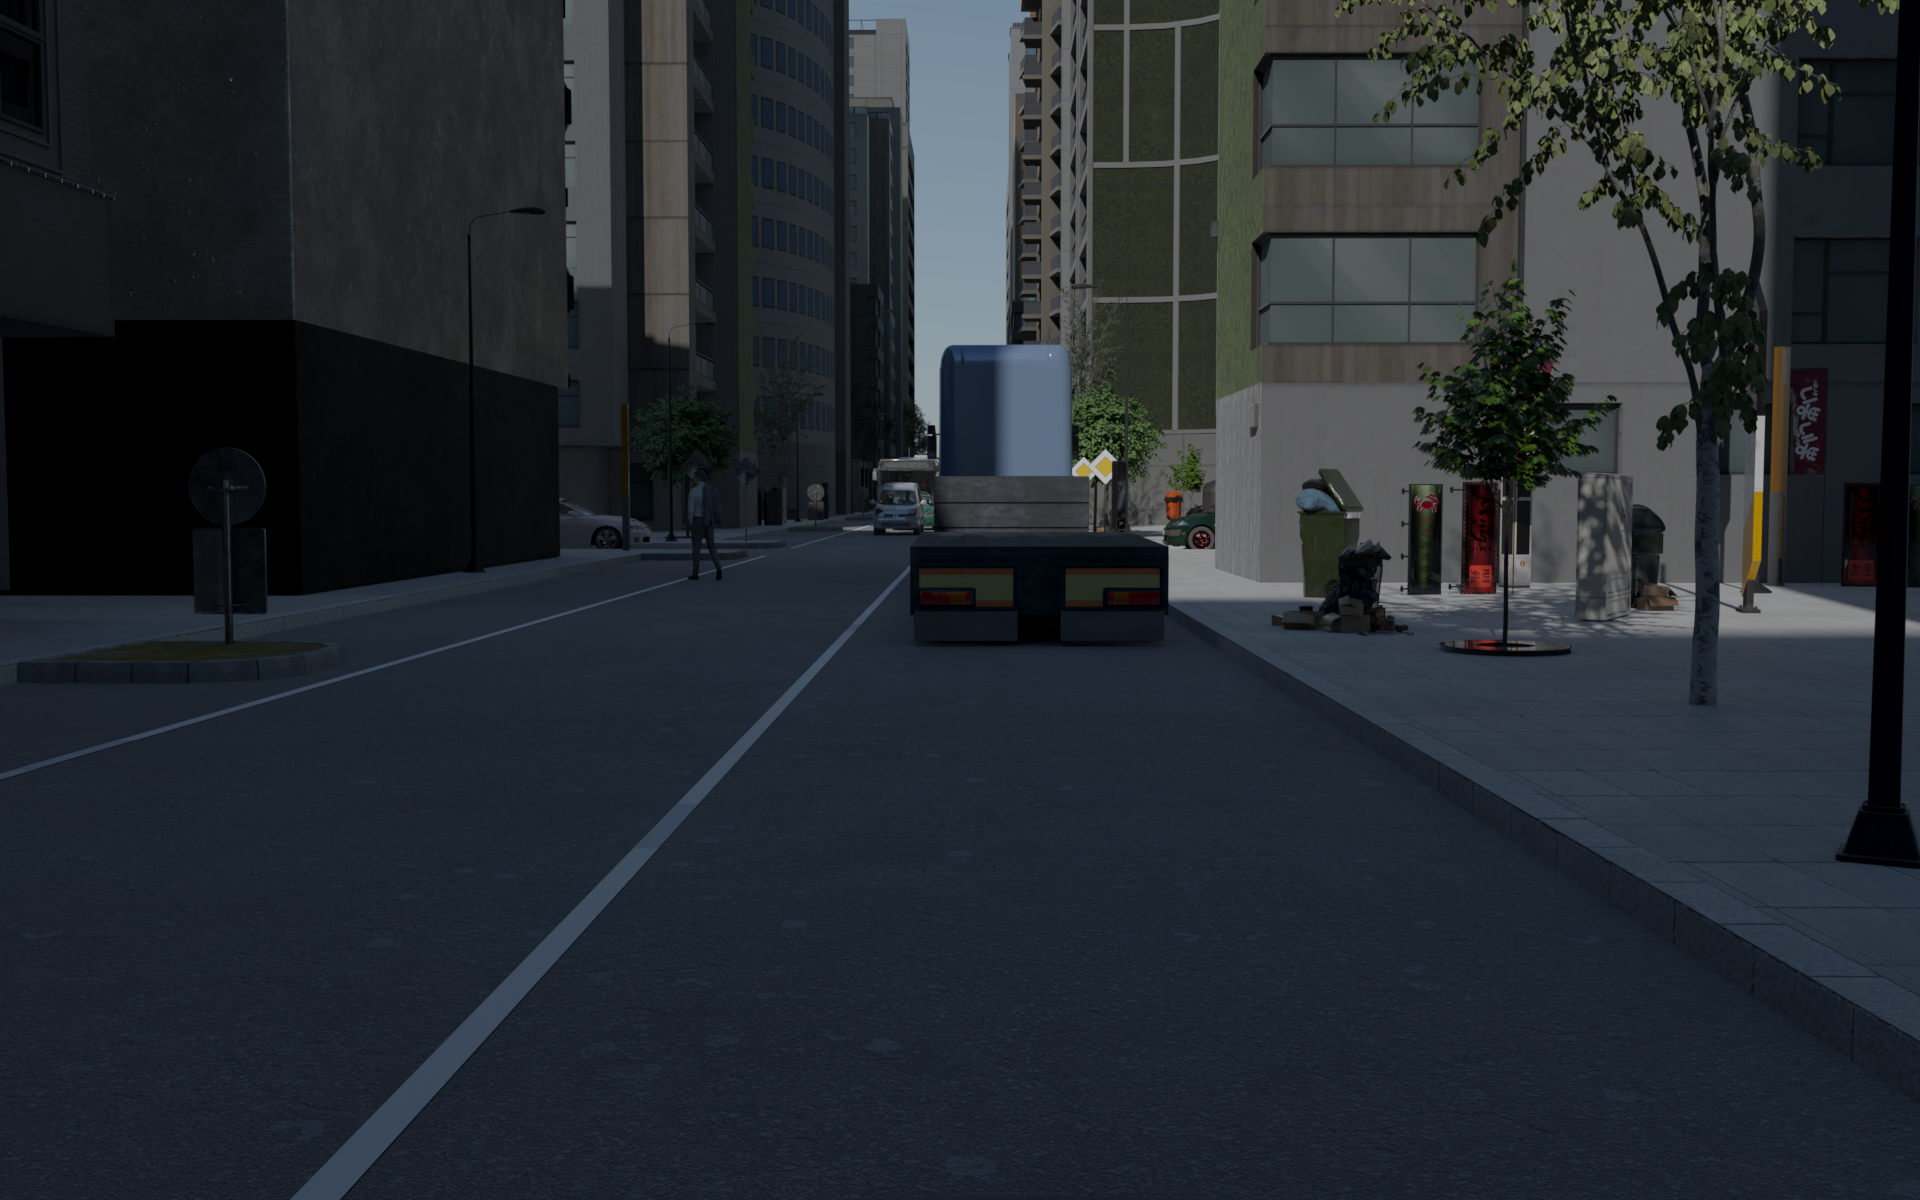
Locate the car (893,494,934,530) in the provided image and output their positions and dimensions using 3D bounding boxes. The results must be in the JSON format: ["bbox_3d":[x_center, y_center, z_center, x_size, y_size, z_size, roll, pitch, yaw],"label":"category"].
[{"bbox_3d":[-1.785,-3.548,69.816,2.131,1.459,4.920,0,4,-1],"label":"car"}]

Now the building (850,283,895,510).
[{"bbox_3d":[-20.408,-19.088,157.120,27.650,21.520,28.899,0,4,1],"label":"building"}]

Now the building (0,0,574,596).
[{"bbox_3d":[-16.563,-9.922,29.679,16.811,18.784,16.820,0,4,1],"label":"building"}]

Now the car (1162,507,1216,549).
[{"bbox_3d":[7.129,-2.029,42.953,4.222,1.686,2.009,0,4,2],"label":"car"}]

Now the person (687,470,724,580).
[{"bbox_3d":[-4.234,-1.238,28.836,0.679,1.850,0.850,-3,5,-42],"label":"person"}]

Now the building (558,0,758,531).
[{"bbox_3d":[-15.220,-23.114,61.514,14.154,41.232,14.086,0,4,1],"label":"building"}]

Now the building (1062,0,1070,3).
[{"bbox_3d":[16.700,-34.482,105.781,21.231,58.520,28.212,0,4,1],"label":"building"}]

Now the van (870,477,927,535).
[{"bbox_3d":[-2.163,-3.343,61.676,2.013,2.044,4.112,0,4,1],"label":"van"}]

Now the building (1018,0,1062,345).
[{"bbox_3d":[15.887,-29.629,139.058,22.147,44.769,28.867,0,4,1],"label":"building"}]

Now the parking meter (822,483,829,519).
[{"bbox_3d":[-6.834,-5.033,87.997,0.255,1.863,0.399,1,4,14],"label":"parking meter"}]

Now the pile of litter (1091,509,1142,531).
[{"bbox_3d":[5.446,-2.823,60.122,1.719,0.858,1.176,1,4,15],"label":"pile of litter"}]

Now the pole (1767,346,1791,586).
[{"bbox_3d":[11.389,-1.849,24.075,0.158,3.312,0.155,0,3,0],"label":"pole"}]

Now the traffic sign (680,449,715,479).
[{"bbox_3d":[-5.858,-2.145,38.714,0.795,2.450,0.064,0,4,1],"label":"traffic sign"}]

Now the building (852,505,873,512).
[{"bbox_3d":[-17.179,-42.361,130.858,20.563,71.187,20.611,0,4,1],"label":"building"}]

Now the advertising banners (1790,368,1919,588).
[{"bbox_3d":[12.495,-1.694,23.883,2.074,3.025,0.090,1,4,20],"label":"advertising banners"}]

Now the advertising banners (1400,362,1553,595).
[{"bbox_3d":[6.615,-1.585,22.096,2.074,3.025,0.090,-1,4,-12],"label":"advertising banners"}]

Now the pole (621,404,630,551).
[{"bbox_3d":[-7.592,-2.782,39.322,0.158,3.312,0.155,0,3,0],"label":"pole"}]

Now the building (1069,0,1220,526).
[{"bbox_3d":[13.208,-38.827,73.080,20.563,71.187,20.611,0,4,1],"label":"building"}]

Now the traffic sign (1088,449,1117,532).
[{"bbox_3d":[3.235,-2.138,38.592,0.795,2.450,0.064,0,4,1],"label":"traffic sign"}]

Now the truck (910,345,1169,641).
[{"bbox_3d":[0.793,-2.183,25.458,2.967,4.110,18.799,0,4,0],"label":"truck"}]

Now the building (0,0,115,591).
[{"bbox_3d":[-15.358,-12.944,5.148,14.314,27.812,24.014,0,4,1],"label":"building"}]

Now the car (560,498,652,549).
[{"bbox_3d":[-10.197,-1.911,43.608,4.827,1.381,2.083,0,4,-1],"label":"car"}]

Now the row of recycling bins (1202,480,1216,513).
[{"bbox_3d":[8.525,-2.741,51.933,1.069,1.692,3.534,3,5,43],"label":"row of recycling bins"}]

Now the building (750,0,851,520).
[{"bbox_3d":[-17.680,-33.887,96.056,21.231,58.520,28.212,0,4,1],"label":"building"}]

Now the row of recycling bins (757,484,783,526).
[{"bbox_3d":[-8.998,-3.909,71.029,3.534,1.692,1.069,0,4,5],"label":"row of recycling bins"}]

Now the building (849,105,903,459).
[{"bbox_3d":[-13.176,-30.232,177.891,14.154,41.232,14.086,0,4,1],"label":"building"}]

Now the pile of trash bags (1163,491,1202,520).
[{"bbox_3d":[7.877,-2.796,55.464,3.447,1.369,1.912,-3,4,-37],"label":"pile of trash bags"}]

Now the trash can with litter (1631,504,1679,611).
[{"bbox_3d":[7.722,-0.488,19.365,0.624,1.170,1.055,0,4,-4],"label":"trash can with litter"}]

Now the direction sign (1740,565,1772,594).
[{"bbox_3d":[10.347,-1.860,22.405,0.379,3.537,0.876,2,4,26],"label":"direction sign"}]

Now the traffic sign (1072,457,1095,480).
[{"bbox_3d":[3.324,-2.626,46.577,0.795,2.450,0.064,0,4,1],"label":"traffic sign"}]

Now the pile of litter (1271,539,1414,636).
[{"bbox_3d":[3.614,-0.151,16.429,1.176,0.858,1.719,0,4,-6],"label":"pile of litter"}]

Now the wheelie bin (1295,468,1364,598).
[{"bbox_3d":[4.570,-0.832,21.518,0.693,1.594,0.980,2,4,32],"label":"wheelie bin"}]

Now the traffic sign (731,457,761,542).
[{"bbox_3d":[-5.769,-2.633,46.699,0.795,2.450,0.064,0,4,1],"label":"traffic sign"}]

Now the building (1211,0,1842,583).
[{"bbox_3d":[11.432,-15.853,30.905,14.160,30.474,14.107,0,4,1],"label":"building"}]
